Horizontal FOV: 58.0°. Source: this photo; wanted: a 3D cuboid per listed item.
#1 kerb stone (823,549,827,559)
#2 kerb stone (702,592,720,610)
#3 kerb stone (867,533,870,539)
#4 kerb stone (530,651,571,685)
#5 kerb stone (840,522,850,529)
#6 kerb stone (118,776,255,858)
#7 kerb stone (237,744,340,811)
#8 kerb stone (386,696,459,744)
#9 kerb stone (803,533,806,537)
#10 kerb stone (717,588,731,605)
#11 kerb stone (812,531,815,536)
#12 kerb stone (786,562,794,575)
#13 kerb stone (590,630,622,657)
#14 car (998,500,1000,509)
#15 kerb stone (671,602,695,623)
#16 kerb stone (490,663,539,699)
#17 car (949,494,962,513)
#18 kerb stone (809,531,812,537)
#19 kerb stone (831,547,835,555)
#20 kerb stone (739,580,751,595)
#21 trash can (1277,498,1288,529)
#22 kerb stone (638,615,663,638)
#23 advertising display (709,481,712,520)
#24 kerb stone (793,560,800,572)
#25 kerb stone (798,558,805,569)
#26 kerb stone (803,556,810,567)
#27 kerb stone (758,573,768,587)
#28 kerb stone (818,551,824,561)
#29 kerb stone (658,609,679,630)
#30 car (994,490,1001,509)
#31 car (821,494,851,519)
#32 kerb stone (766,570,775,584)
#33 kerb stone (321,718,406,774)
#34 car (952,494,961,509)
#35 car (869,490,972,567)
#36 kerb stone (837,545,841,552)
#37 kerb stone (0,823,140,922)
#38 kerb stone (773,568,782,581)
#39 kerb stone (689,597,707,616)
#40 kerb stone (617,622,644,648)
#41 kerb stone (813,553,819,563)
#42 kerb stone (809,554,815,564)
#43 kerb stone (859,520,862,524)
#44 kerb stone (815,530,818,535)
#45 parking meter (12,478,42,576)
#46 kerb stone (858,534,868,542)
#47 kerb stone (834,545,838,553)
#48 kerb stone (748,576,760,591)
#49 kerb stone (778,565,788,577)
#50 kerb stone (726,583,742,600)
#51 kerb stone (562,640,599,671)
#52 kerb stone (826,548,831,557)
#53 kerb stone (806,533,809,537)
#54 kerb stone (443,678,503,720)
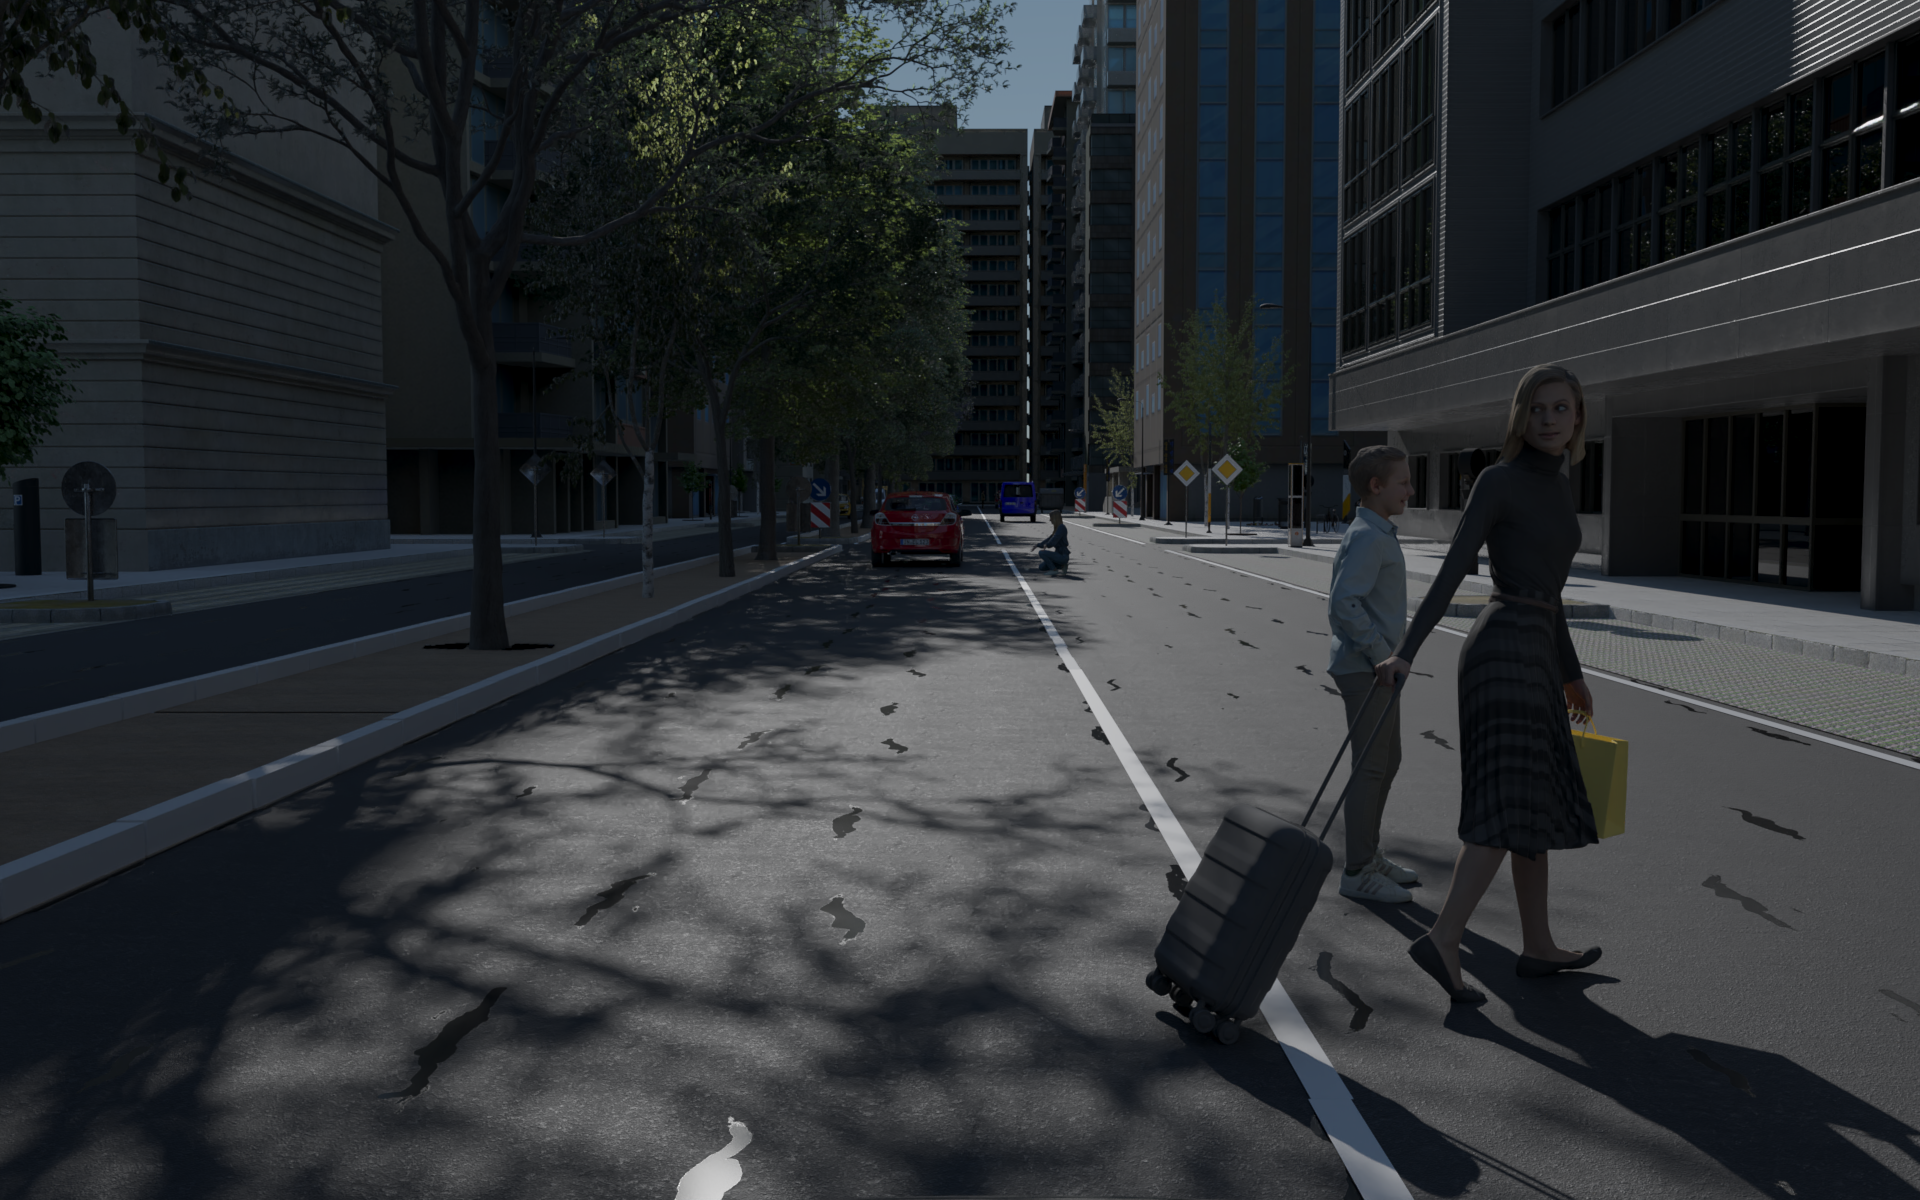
[{"bbox_3d":[-3.071,-0.967,38.069,0.120,0.150,1.000,0,4,0],"label":"kerb stone"},{"bbox_3d":[-3.166,0.034,21.645,0.120,0.150,1.000,0,4,0],"label":"kerb stone"},{"bbox_3d":[-2.973,-1.941,53.981,0.120,0.150,1.000,0,4,0],"label":"kerb stone"},{"bbox_3d":[-3.215,0.537,13.459,0.120,0.150,1.000,0,4,0],"label":"kerb stone"},{"bbox_3d":[-4.949,-3.198,74.490,0.120,0.150,1.000,0,4,0],"label":"kerb stone"},{"bbox_3d":[-3.255,0.910,7.311,0.120,0.150,1.000,0,4,0],"label":"kerb stone"},{"bbox_3d":[-3.241,0.852,8.334,0.120,0.150,1.000,0,4,0],"label":"kerb stone"},{"bbox_3d":[-3.233,0.722,10.391,0.120,0.150,1.000,0,4,0],"label":"kerb stone"},{"bbox_3d":[-5.072,-2.007,55.010,0.120,0.150,1.000,0,4,0],"label":"kerb stone"},{"bbox_3d":[-3.157,-0.023,22.667,0.120,0.150,1.000,0,4,0],"label":"kerb stone"},{"bbox_3d":[-5.052,-2.196,58.093,0.120,0.150,1.000,0,4,0],"label":"kerb stone"},{"bbox_3d":[-3.112,-0.531,30.879,0.120,0.150,1.000,0,4,0],"label":"kerb stone"},{"bbox_3d":[-3.207,0.410,15.503,0.120,0.150,1.000,0,4,0],"label":"kerb stone"},{"bbox_3d":[4.533,-9.207,162.332,2.131,1.459,4.920,0,4,-2],"label":"car"},{"bbox_3d":[-3.173,0.159,19.599,0.120,0.150,1.000,0,4,0],"label":"kerb stone"},{"bbox_3d":[-3.227,0.597,12.435,0.120,0.150,1.000,0,4,0],"label":"kerb stone"},{"bbox_3d":[-0.954,-4.363,83.132,2.131,1.459,4.920,0,4,0],"label":"car"},{"bbox_3d":[-5.061,-2.124,57.059,0.120,0.150,1.000,0,4,0],"label":"kerb stone"},{"bbox_3d":[-3.060,-1.096,40.120,0.120,0.150,1.000,0,4,0],"label":"kerb stone"},{"bbox_3d":[-3.146,-0.154,24.726,0.120,0.150,1.000,0,4,0],"label":"kerb stone"},{"bbox_3d":[11.989,-3.176,63.586,0.748,1.137,0.748,0,3,0],"label":"trash can"},{"bbox_3d":[-3.190,0.288,17.555,0.120,0.150,1.000,0,4,0],"label":"kerb stone"},{"bbox_3d":[-12.520,-5.003,87.010,0.123,1.923,0.974,0,4,-6],"label":"advertising display"},{"bbox_3d":[-3.105,-0.594,31.907,0.120,0.150,1.000,0,4,0],"label":"kerb stone"},{"bbox_3d":[-3.105,-0.654,32.935,0.120,0.150,1.000,0,4,0],"label":"kerb stone"},{"bbox_3d":[-3.093,-0.720,33.962,0.120,0.150,1.000,0,4,0],"label":"kerb stone"},{"bbox_3d":[-3.130,-0.277,26.780,0.120,0.150,1.000,0,4,0],"label":"kerb stone"},{"bbox_3d":[-3.073,-0.908,37.041,0.120,0.150,1.000,0,4,0],"label":"kerb stone"},{"bbox_3d":[-3.182,0.231,18.578,0.120,0.150,1.000,0,4,0],"label":"kerb stone"},{"bbox_3d":[4.477,-9.965,171.597,2.281,1.827,5.304,0,4,1],"label":"car"},{"bbox_3d":[-7.213,-5.619,102.094,2.015,1.641,3.980,0,4,-1],"label":"car"},{"bbox_3d":[-3.124,-0.343,27.803,0.120,0.150,1.000,0,4,0],"label":"kerb stone"},{"bbox_3d":[-3.233,0.789,9.356,0.120,0.150,1.000,0,4,0],"label":"kerb stone"},{"bbox_3d":[-0.973,-9.522,167.486,2.131,1.459,4.920,0,4,1],"label":"car"},{"bbox_3d":[-0.837,-1.626,35.633,2.155,1.783,4.494,0,4,1],"label":"car"},{"bbox_3d":[-3.045,-1.213,42.168,0.120,0.150,1.000,0,4,0],"label":"kerb stone"},{"bbox_3d":[-3.258,0.977,6.290,0.120,0.150,1.000,0,4,0],"label":"kerb stone"},{"bbox_3d":[-3.117,-0.399,28.825,0.120,0.150,1.000,0,4,0],"label":"kerb stone"},{"bbox_3d":[-3.175,0.096,20.623,0.120,0.150,1.000,0,4,0],"label":"kerb stone"},{"bbox_3d":[-3.194,0.348,16.529,0.120,0.150,1.000,0,4,0],"label":"kerb stone"},{"bbox_3d":[-3.080,-0.845,36.016,0.120,0.150,1.000,0,4,0],"label":"kerb stone"},{"bbox_3d":[-3.089,-0.781,34.984,0.120,0.150,1.000,0,4,0],"label":"kerb stone"},{"bbox_3d":[-4.877,-3.952,86.816,0.120,0.150,1.000,0,4,0],"label":"kerb stone"},{"bbox_3d":[-5.047,-2.258,59.115,0.120,0.150,1.000,0,4,0],"label":"kerb stone"},{"bbox_3d":[-14.726,-1.158,27.338,0.372,1.533,0.369,0,3,0],"label":"parking meter"},{"bbox_3d":[-2.976,-1.881,52.953,0.120,0.150,1.000,0,4,0],"label":"kerb stone"},{"bbox_3d":[-3.049,-1.154,41.142,0.120,0.150,1.000,0,4,0],"label":"kerb stone"},{"bbox_3d":[-3.135,-0.216,25.756,0.120,0.150,1.000,0,4,0],"label":"kerb stone"},{"bbox_3d":[-3.116,-0.469,29.857,0.120,0.150,1.000,0,4,0],"label":"kerb stone"},{"bbox_3d":[-3.150,-0.092,23.694,0.120,0.150,1.000,0,4,0],"label":"kerb stone"},{"bbox_3d":[-3.210,0.474,14.481,0.120,0.150,1.000,0,4,0],"label":"kerb stone"},{"bbox_3d":[-3.066,-1.030,39.090,0.120,0.150,1.000,0,4,0],"label":"kerb stone"},{"bbox_3d":[-5.063,-2.070,56.037,0.120,0.150,1.000,0,4,0],"label":"kerb stone"},{"bbox_3d":[-3.226,0.659,11.413,0.120,0.150,1.000,0,4,0],"label":"kerb stone"}]
